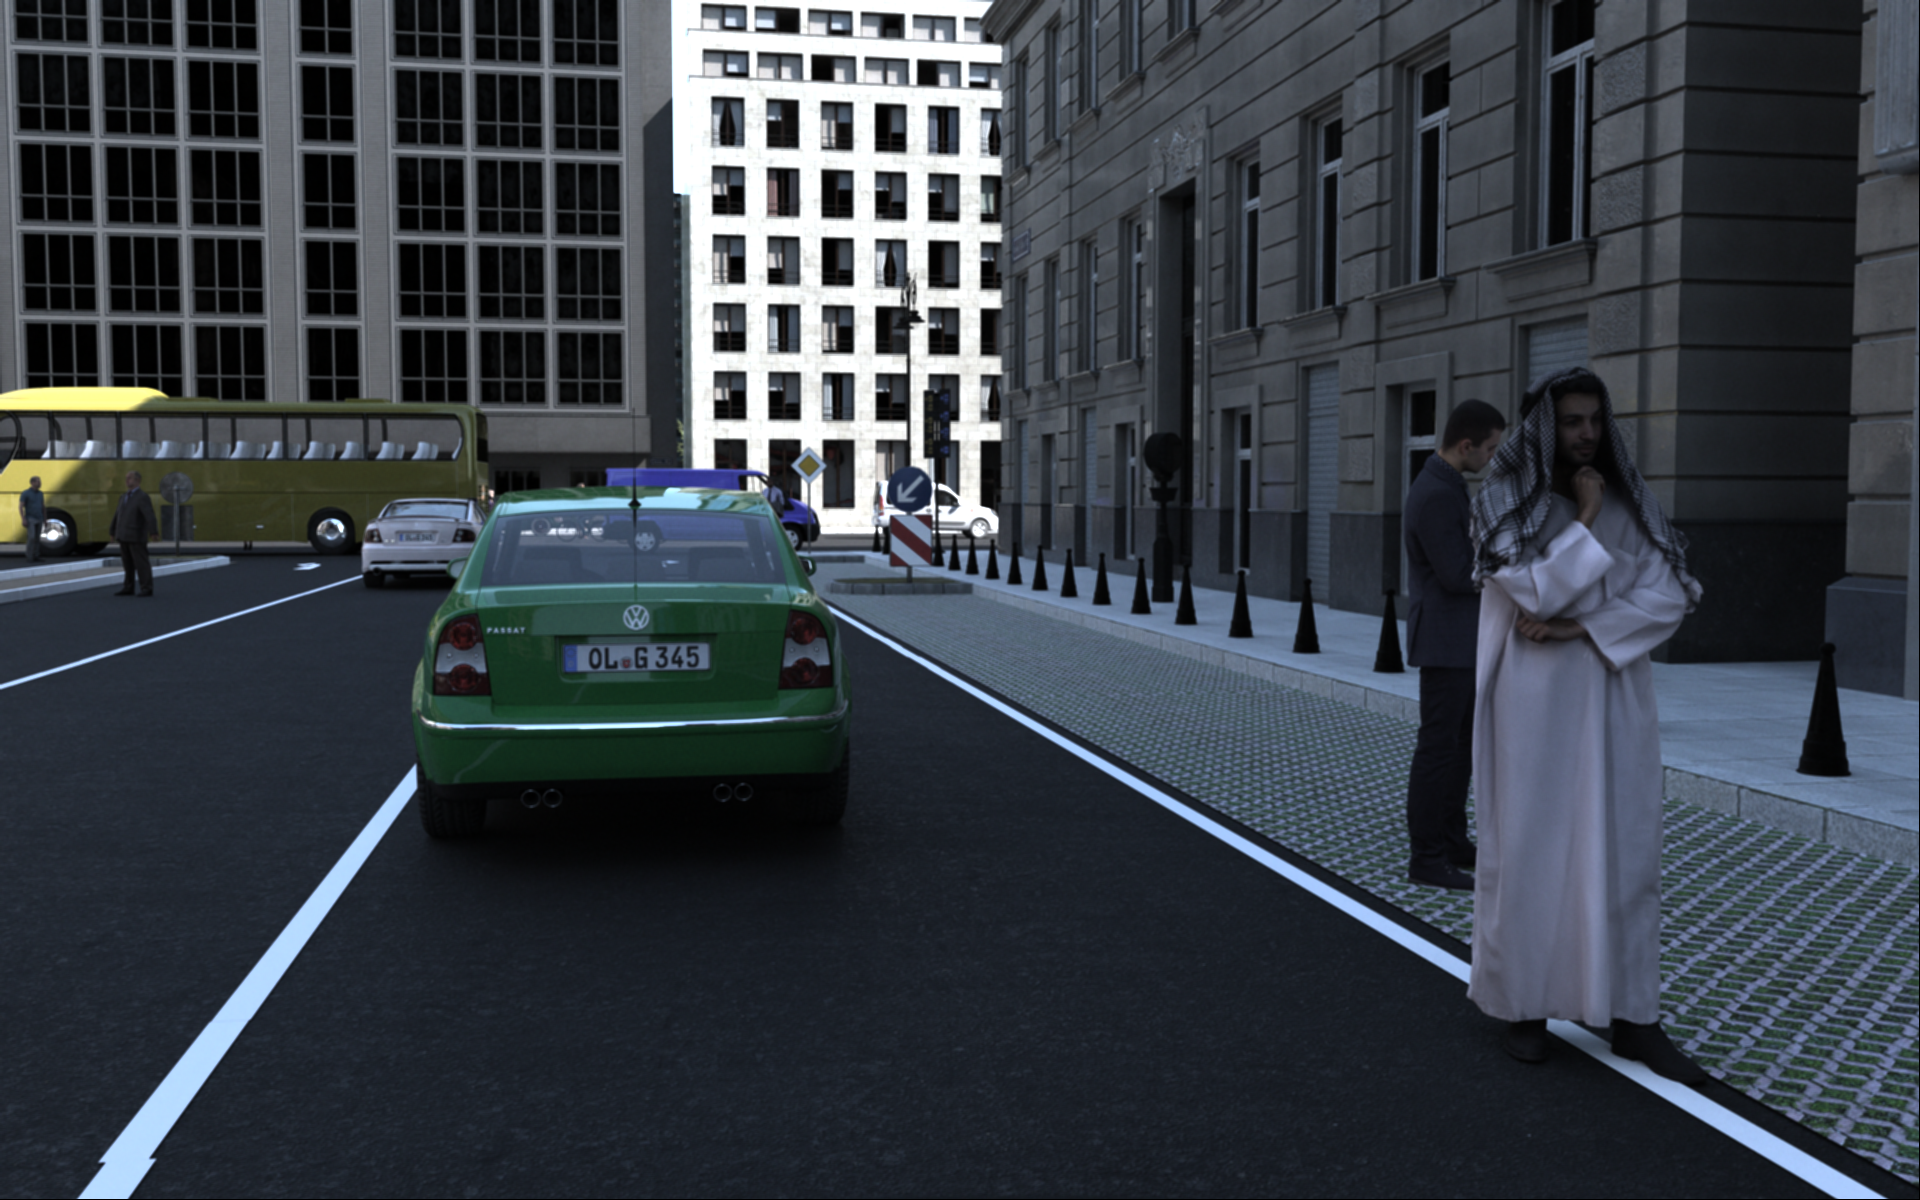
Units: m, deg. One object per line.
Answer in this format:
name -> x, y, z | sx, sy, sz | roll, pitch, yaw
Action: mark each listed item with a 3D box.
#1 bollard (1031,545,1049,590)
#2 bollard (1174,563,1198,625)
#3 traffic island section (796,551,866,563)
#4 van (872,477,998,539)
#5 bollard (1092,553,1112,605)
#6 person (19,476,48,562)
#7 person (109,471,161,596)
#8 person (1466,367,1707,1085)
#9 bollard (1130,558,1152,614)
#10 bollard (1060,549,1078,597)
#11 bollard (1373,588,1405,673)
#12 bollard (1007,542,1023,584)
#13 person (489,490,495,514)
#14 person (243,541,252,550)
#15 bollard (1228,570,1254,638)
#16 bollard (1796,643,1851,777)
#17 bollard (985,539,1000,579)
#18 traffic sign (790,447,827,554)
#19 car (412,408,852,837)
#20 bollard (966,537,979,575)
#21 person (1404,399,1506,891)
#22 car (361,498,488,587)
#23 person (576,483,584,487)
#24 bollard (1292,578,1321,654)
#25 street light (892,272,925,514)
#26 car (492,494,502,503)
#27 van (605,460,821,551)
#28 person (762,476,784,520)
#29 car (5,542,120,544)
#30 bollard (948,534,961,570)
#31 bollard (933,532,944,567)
bollard -> 1.070, -0.434, 23.141 | 0.229, 0.601, 0.229 | 0, 3, 0
bollard -> 2.229, -0.062, 17.059 | 0.229, 0.601, 0.229 | 0, 3, 0
traffic island section -> -3.217, -0.914, 37.224 | 2.009, 0.180, 2.903 | -1, 4, -11
van -> -0.784, -3.010, 56.227 | 4.112, 2.044, 2.013 | -1, 4, -10
bollard -> 1.648, -0.248, 20.104 | 0.229, 0.601, 0.229 | 0, 3, 0
person -> -19.568, -1.712, 36.623 | 0.434, 1.807, 0.598 | 2, 4, 31
person -> -11.634, -0.936, 24.355 | 0.990, 1.755, 0.434 | 2, 4, 30
person -> 1.529, 0.294, 4.358 | 0.551, 1.740, 0.621 | -1, 4, -21
bollard -> 1.944, -0.155, 18.578 | 0.229, 0.601, 0.229 | 0, 3, 0
bollard -> 1.362, -0.341, 21.623 | 0.229, 0.601, 0.229 | 0, 3, 0
bollard -> 3.101, 0.217, 12.501 | 0.229, 0.601, 0.229 | 0, 3, 0
bollard -> 0.780, -0.527, 24.659 | 0.229, 0.601, 0.229 | 0, 3, 0
person -> -13.501, -2.385, 49.703 | 0.569, 1.553, 0.471 | -3, 5, -44
person -> -18.259, -1.991, 44.285 | 0.421, 1.427, 0.697 | -3, 5, -41
bollard -> 2.523, 0.031, 15.538 | 0.229, 0.601, 0.229 | 0, 3, 0
bollard -> 3.972, 0.495, 7.947 | 0.229, 0.601, 0.229 | 0, 3, 0
bollard -> 0.491, -0.620, 26.177 | 0.229, 0.601, 0.229 | 0, 3, 0
traffic sign -> -3.238, -2.049, 37.142 | 0.795, 2.450, 0.064 | -1, 4, -11
car -> -1.633, 0.005, 8.716 | 1.959, 1.807, 4.718 | -1, 4, -11
bollard -> 0.196, -0.713, 27.694 | 0.229, 0.601, 0.229 | 0, 3, 0
person -> 1.906, 0.161, 6.320 | 0.568, 1.767, 0.683 | 1, 4, 16
car -> -8.476, -0.963, 28.100 | 2.083, 1.381, 4.827 | -1, 4, -10
person -> -11.986, -2.843, 55.346 | 0.532, 1.782, 0.716 | -2, 4, -33
bollard -> 2.808, 0.124, 14.018 | 0.229, 0.601, 0.229 | 0, 3, 0
street light -> -1.076, -3.882, 36.263 | 0.468, 5.910, 1.993 | -1, 4, -11
car -> -15.823, -3.045, 59.573 | 4.222, 1.686, 2.009 | -1, 4, -12
van -> -6.011, -2.293, 41.880 | 5.245, 2.365, 2.240 | -1, 4, -13
person -> -4.422, -1.935, 40.000 | 0.709, 1.838, 0.599 | 1, 4, 23
car -> -25.837, -2.543, 50.367 | 4.718, 1.807, 1.959 | -1, 4, -9
bollard -> -0.092, -0.806, 29.219 | 0.229, 0.601, 0.229 | 0, 3, 0
bollard -> -0.384, -0.900, 30.754 | 0.229, 0.601, 0.229 | 0, 3, 0
